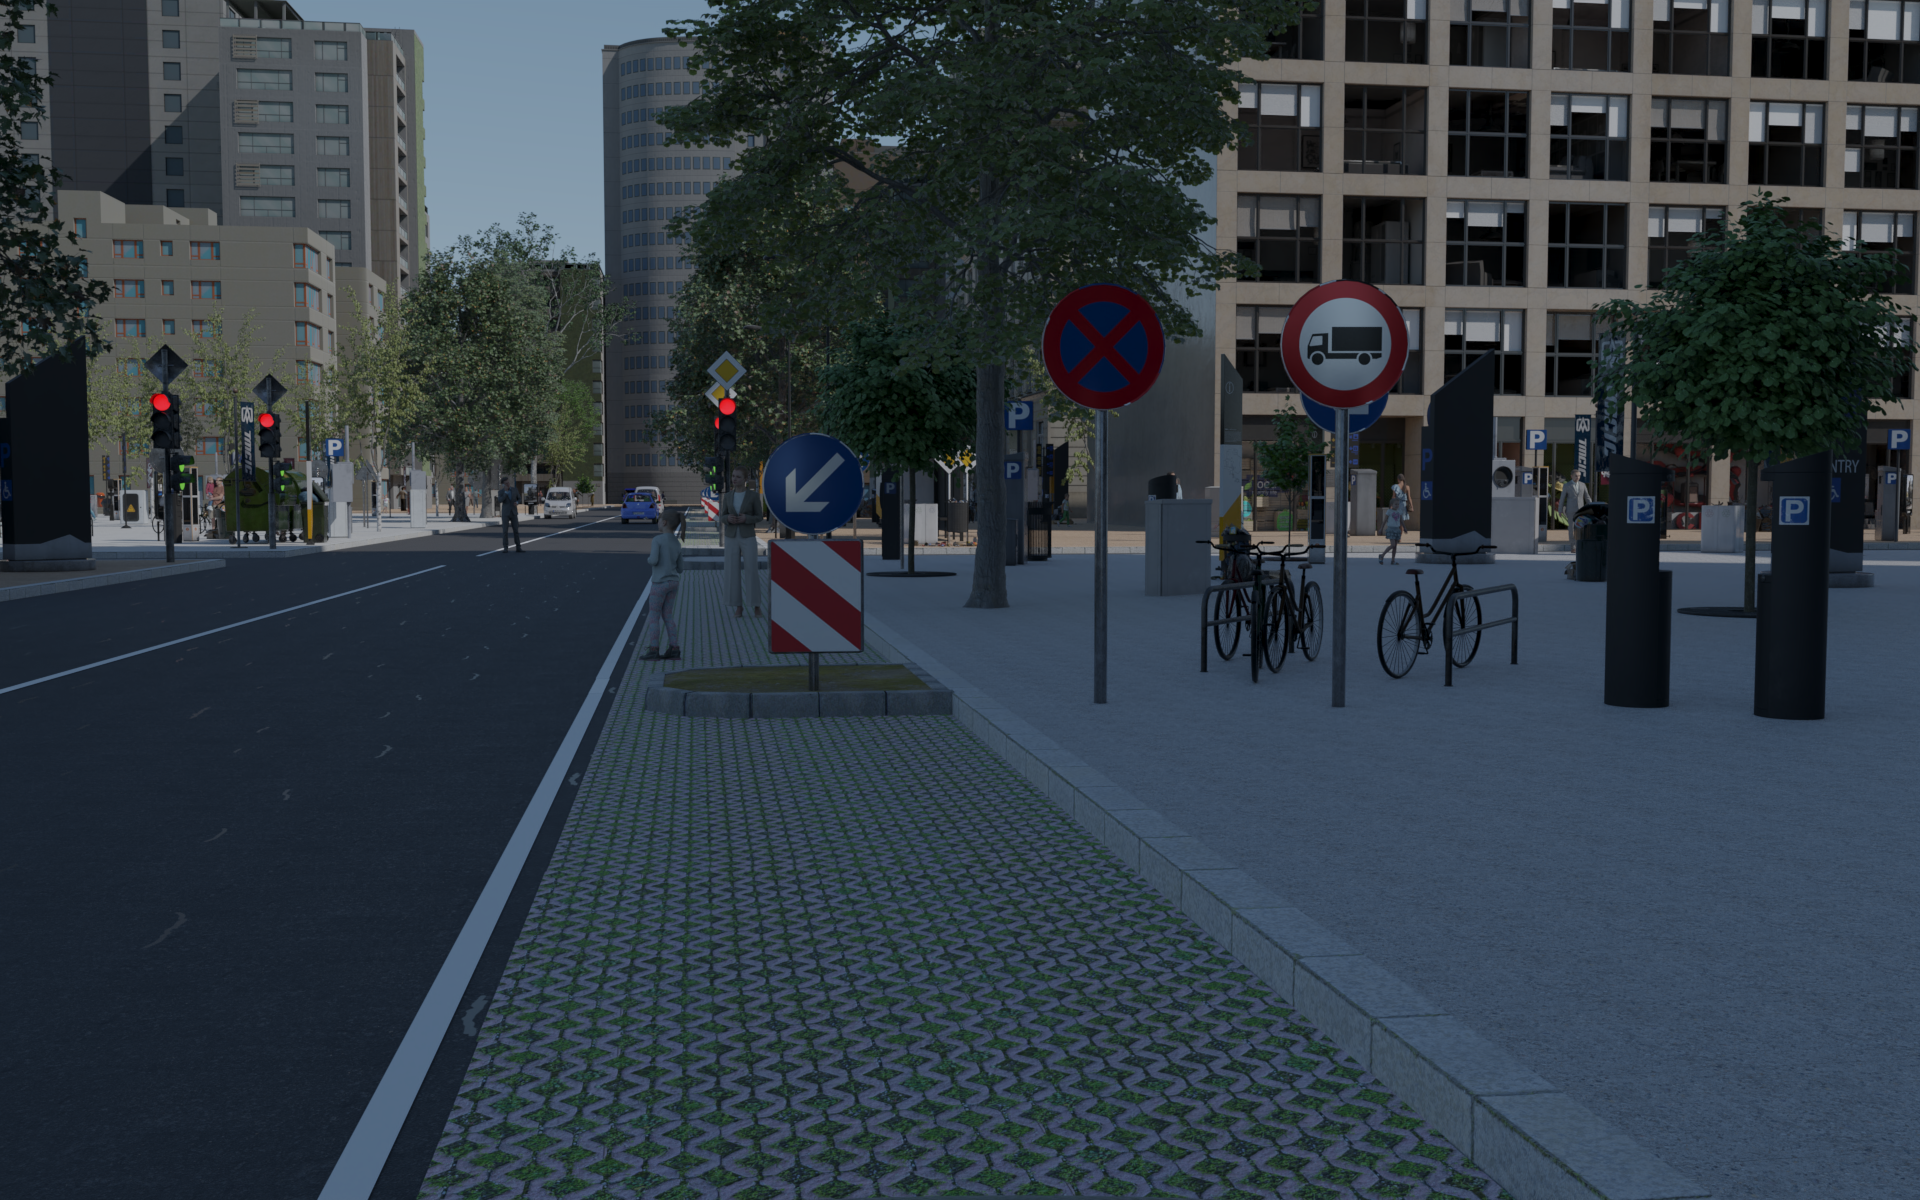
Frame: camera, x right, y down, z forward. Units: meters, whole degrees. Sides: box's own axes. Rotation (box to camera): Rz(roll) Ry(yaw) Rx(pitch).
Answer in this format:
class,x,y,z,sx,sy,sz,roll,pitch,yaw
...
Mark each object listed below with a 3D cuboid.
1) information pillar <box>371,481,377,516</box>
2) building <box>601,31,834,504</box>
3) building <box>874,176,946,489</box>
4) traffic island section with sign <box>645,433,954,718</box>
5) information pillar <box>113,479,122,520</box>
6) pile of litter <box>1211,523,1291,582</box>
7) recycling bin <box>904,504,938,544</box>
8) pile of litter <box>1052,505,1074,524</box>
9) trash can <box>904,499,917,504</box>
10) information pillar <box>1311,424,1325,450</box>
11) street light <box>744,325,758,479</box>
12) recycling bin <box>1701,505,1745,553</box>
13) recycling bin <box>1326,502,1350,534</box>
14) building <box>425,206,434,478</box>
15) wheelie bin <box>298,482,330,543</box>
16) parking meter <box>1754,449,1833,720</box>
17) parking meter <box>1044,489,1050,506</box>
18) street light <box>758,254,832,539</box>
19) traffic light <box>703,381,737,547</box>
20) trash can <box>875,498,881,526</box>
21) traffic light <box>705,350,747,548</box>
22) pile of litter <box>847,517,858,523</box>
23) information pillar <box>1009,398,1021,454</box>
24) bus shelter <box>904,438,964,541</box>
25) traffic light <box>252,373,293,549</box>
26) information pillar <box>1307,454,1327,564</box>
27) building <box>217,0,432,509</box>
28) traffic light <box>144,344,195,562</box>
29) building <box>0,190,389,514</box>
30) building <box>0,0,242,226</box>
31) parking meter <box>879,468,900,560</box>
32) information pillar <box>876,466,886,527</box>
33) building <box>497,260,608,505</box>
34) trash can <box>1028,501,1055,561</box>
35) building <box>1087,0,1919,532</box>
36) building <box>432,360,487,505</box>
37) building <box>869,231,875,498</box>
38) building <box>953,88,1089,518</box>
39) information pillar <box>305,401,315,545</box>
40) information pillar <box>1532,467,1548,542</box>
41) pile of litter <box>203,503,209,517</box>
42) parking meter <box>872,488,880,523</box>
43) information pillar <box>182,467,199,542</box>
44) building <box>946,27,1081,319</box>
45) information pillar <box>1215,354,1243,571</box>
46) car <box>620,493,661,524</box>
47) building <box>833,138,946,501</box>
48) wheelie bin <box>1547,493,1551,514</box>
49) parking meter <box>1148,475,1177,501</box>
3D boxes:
class,x,y,z,sx,sy,sz,roll,pitch,yaw
information pillar,-33.855,-5.847,100.082,0.304,2.012,0.304,-1,4,-20
building,-31.005,-41.586,221.932,28.212,58.520,21.231,-1,4,-9
building,0.137,-23.742,159.880,14.160,30.474,14.107,-1,4,-9
traffic island section with sign,-1.163,-0.204,11.962,1.989,1.847,2.006,-1,4,-9
information pillar,-41.247,-4.912,84.803,0.304,2.012,0.304,0,4,3
pile of litter,4.324,-0.715,25.652,1.176,0.858,1.719,0,4,5
recycling bin,-1.031,-1.958,44.574,0.722,1.027,0.722,-2,4,-24
pile of litter,4.313,-3.640,73.481,1.719,0.858,1.176,3,4,36
trash can,-1.490,-2.081,45.683,0.748,1.137,0.748,0,3,0
information pillar,10.663,-3.692,51.711,0.183,3.616,0.504,-2,4,-33
street light,-5.253,-4.605,47.835,1.470,5.913,1.316,-1,4,-9
recycling bin,16.717,-1.554,37.962,0.722,1.027,0.722,3,4,39
recycling bin,12.157,-2.633,55.602,0.722,1.027,0.722,1,4,20
building,-58.086,-24.066,165.184,14.107,30.474,14.160,-1,4,-9
wheelie bin,-17.002,-2.304,45.574,0.693,1.594,0.980,-1,4,-9
parking meter,4.788,-0.095,9.958,0.372,1.533,0.369,0,3,0
parking meter,4.081,-4.407,80.471,0.372,1.533,0.369,0,3,0
street light,-3.110,-3.745,33.778,1.470,5.913,1.316,-1,4,-9
traffic light,-5.789,-3.241,41.906,0.839,4.253,0.868,-1,4,-9
trash can,-3.078,-3.562,69.898,0.748,1.137,0.748,0,3,0
traffic light,-4.584,-2.758,34.012,0.839,4.253,0.868,-1,4,-9
pile of litter,-5.463,-4.108,81.139,1.176,0.858,1.719,-2,4,-28
information pillar,1.355,-3.123,42.413,0.183,3.616,0.504,-2,4,-25
bus shelter,-1.023,-3.381,49.196,2.014,3.302,5.546,-1,4,-8
traffic light,-16.030,-3.144,40.333,0.839,4.253,0.868,-1,4,-9
information pillar,6.549,-1.669,31.773,0.304,2.012,0.304,0,4,7
building,-53.481,-28.345,147.036,14.154,41.232,14.086,-1,4,-9
traffic light,-14.825,-2.662,32.439,0.839,4.253,0.868,-1,4,-9
building,-58.076,-17.107,124.733,27.650,21.520,28.899,-1,4,-9
building,-75.237,-44.057,158.588,20.611,71.187,20.563,-1,4,-9
parking meter,-1.366,-1.720,33.826,0.399,1.863,0.255,0,4,2
information pillar,-3.008,-4.595,66.484,0.504,3.616,0.183,3,5,40
building,-51.486,-27.219,216.736,14.107,30.474,14.160,-1,4,-9
trash can,1.459,-1.321,33.258,0.748,1.137,0.748,0,3,0
building,23.913,-16.215,69.623,34.151,26.468,19.350,-1,4,-9
building,-73.670,-22.924,219.848,28.899,21.520,27.650,-1,4,-9
building,-2.337,-24.608,174.039,14.160,30.474,14.107,-1,4,-9
building,9.592,-16.632,105.216,16.112,22.955,30.059,-1,4,-9
information pillar,-16.416,-3.200,43.682,0.183,3.616,0.504,-1,4,-17
information pillar,15.505,-2.559,46.328,0.304,2.012,0.304,-1,4,-16
pile of litter,-43.267,-5.210,99.155,1.176,0.858,1.719,-2,4,-31
parking meter,-3.799,-4.268,78.186,0.372,1.533,0.369,0,3,0
information pillar,-20.758,-2.582,46.703,0.304,2.012,0.304,1,4,13
building,11.821,-27.521,141.846,32.217,40.220,23.993,-1,4,-9
information pillar,4.546,-2.310,29.128,0.504,3.616,0.183,-3,5,-41
car,-15.535,-4.560,84.149,1.945,1.707,3.694,0,4,-8
building,-9.502,-34.978,221.993,14.200,45.320,14.600,-1,4,-9
wheelie bin,18.783,-2.962,56.336,0.693,1.594,0.980,3,4,37
parking meter,2.673,-0.887,22.913,0.372,1.533,0.369,0,3,0
